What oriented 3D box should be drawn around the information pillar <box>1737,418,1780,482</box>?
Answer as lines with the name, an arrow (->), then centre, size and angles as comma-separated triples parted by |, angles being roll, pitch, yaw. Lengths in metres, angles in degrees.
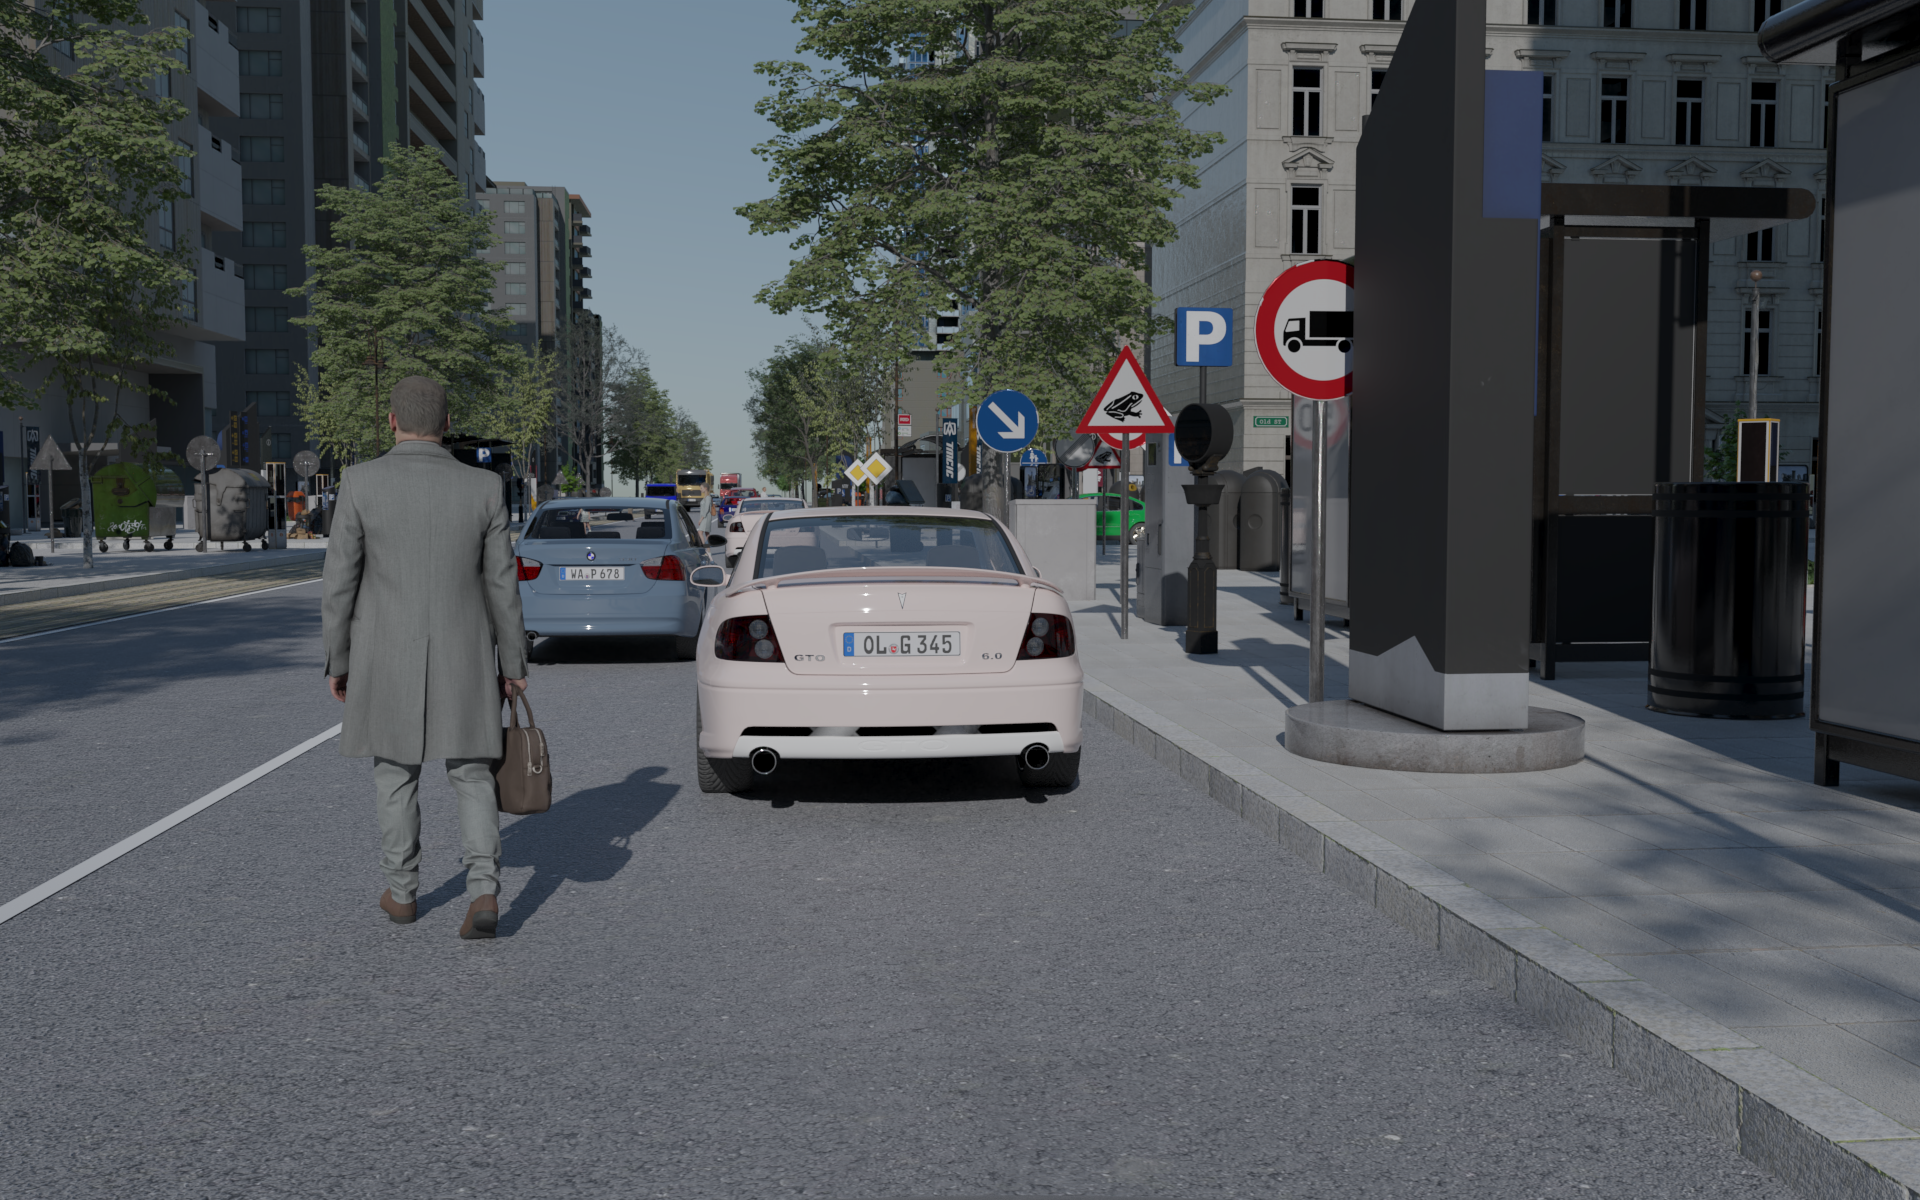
information pillar -> 7.833, -0.768, 17.042 | 0.304, 2.012, 0.304 | 3, 5, 41

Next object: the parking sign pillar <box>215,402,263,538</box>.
parking sign pillar -> -20.995, -3.781, 50.284 | 1.447, 3.967, 1.447 | 1, 4, 18

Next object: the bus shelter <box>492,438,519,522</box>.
bus shelter -> -20.524, -5.159, 75.631 | 1.731, 3.624, 6.357 | 0, 4, -7

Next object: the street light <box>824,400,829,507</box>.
street light -> -6.464, -6.820, 84.291 | 0.468, 5.910, 1.993 | 0, 4, -6

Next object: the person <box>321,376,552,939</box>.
person -> -1.726, 0.178, 5.685 | 0.694, 1.812, 0.767 | -1, 4, -23

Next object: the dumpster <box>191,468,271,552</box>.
dumpster -> -16.337, -2.024, 38.849 | 1.264, 1.857, 1.865 | 0, 4, -6

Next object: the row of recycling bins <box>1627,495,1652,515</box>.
row of recycling bins -> 41.682, -5.997, 105.168 | 1.069, 1.692, 3.534 | -2, 4, -27

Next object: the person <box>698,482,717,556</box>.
person -> -5.880, -1.869, 40.063 | 0.522, 1.701, 0.512 | -1, 4, -15

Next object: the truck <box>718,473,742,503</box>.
truck -> -30.636, -14.826, 231.325 | 2.839, 4.237, 11.283 | 0, 4, -5

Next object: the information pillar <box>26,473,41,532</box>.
information pillar -> -31.642, -3.343, 59.147 | 0.304, 2.012, 0.304 | 0, 4, -2

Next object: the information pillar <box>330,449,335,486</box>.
information pillar -> -32.368, -5.996, 89.394 | 0.183, 3.616, 0.504 | -2, 4, -34

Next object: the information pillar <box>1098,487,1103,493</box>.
information pillar -> 5.924, -4.283, 74.513 | 0.304, 2.012, 0.304 | -2, 4, -32

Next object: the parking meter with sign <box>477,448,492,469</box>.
parking meter with sign -> -17.931, -4.166, 64.377 | 0.543, 3.016, 1.738 | 0, 4, 3

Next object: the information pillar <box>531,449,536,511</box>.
information pillar -> -22.281, -6.066, 90.535 | 0.183, 3.616, 0.504 | -3, 4, -36

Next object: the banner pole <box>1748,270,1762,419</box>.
banner pole -> 8.814, -1.788, 19.252 | 0.401, 3.779, 0.863 | 1, 4, 21

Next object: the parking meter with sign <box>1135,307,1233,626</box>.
parking meter with sign -> 2.130, -1.274, 17.088 | 0.543, 3.016, 1.738 | -1, 4, -10

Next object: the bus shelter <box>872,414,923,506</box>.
bus shelter -> -3.204, -6.514, 84.140 | 2.179, 5.291, 8.768 | 0, 4, -7

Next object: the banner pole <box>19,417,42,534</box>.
banner pole -> -30.221, -4.051, 56.249 | 0.401, 3.779, 0.863 | 2, 4, 27

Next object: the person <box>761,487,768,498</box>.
person -> -10.037, -4.870, 88.348 | 0.641, 1.798, 0.478 | 3, 4, 37

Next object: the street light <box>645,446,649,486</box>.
street light -> -29.354, -11.592, 162.311 | 0.468, 5.910, 1.993 | 0, 4, -6

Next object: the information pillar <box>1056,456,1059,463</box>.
information pillar -> 5.255, -6.254, 93.599 | 0.183, 3.616, 0.504 | -1, 4, -11

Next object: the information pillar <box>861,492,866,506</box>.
information pillar -> -5.544, -5.745, 98.429 | 0.304, 2.012, 0.304 | 1, 4, 9

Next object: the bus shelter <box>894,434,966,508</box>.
bus shelter -> -1.110, -4.124, 61.350 | 2.014, 3.302, 5.546 | 0, 4, -7

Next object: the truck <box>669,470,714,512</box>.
truck -> -21.292, -8.750, 138.989 | 3.469, 3.379, 9.791 | 0, 4, -5

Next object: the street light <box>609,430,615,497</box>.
street light -> -24.908, -9.244, 123.925 | 0.468, 5.910, 1.993 | 0, 4, -6

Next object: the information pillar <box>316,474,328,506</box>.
information pillar -> -23.892, -3.697, 64.938 | 0.304, 2.012, 0.304 | 1, 4, 21

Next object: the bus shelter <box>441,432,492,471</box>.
bus shelter -> -20.048, -4.730, 68.615 | 1.731, 3.624, 6.357 | 0, 4, -7

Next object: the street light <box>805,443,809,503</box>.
street light -> -10.893, -9.151, 122.405 | 0.468, 5.910, 1.993 | 0, 4, -6

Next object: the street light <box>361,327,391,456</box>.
street light -> -16.159, -4.604, 48.057 | 0.468, 5.910, 1.993 | 0, 4, -6

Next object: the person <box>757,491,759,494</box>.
person -> -27.211, -13.776, 233.364 | 1.348, 1.869, 0.705 | 2, 4, 23

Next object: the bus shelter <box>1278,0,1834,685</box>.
bus shelter -> 4.342, -2.352, 16.087 | 2.179, 5.291, 8.768 | 0, 4, -6

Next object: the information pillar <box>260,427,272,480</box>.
information pillar -> -23.983, -4.195, 59.948 | 0.183, 3.616, 0.504 | 1, 4, 17

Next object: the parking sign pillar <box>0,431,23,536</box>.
parking sign pillar -> -29.869, -3.980, 53.551 | 1.447, 3.967, 1.447 | -2, 4, -32

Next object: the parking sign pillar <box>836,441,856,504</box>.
parking sign pillar -> -5.725, -6.032, 87.103 | 1.447, 3.967, 1.447 | -3, 4, -36

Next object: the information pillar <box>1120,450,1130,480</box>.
information pillar -> 6.229, -4.542, 65.611 | 0.183, 3.616, 0.504 | -3, 5, -40

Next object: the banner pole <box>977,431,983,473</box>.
banner pole -> 0.686, -3.942, 54.465 | 0.863, 3.779, 0.401 | -3, 5, -40

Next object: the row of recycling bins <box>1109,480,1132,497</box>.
row of recycling bins -> 6.179, -2.719, 51.570 | 3.534, 1.692, 1.069 | 0, 4, -6

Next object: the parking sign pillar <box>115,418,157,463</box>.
parking sign pillar -> -29.150, -4.456, 61.333 | 1.447, 3.967, 1.447 | 3, 5, 40

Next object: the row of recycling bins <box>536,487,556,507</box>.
row of recycling bins -> -22.920, -5.414, 95.634 | 1.069, 1.692, 3.534 | 0, 4, -6

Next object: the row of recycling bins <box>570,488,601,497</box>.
row of recycling bins -> -25.414, -6.775, 117.892 | 1.069, 1.692, 3.534 | 1, 4, 19

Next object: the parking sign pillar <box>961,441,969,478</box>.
parking sign pillar -> 0.478, -5.476, 78.003 | 1.447, 3.967, 1.447 | -2, 4, -25

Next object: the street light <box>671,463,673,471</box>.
street light -> -34.371, -14.292, 206.460 | 0.468, 5.910, 1.993 | 0, 4, -6

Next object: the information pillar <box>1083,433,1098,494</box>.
information pillar -> 4.083, -3.832, 54.004 | 0.504, 3.616, 0.183 | 2, 4, 30

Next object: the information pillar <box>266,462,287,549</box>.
information pillar -> -15.905, -2.191, 40.314 | 0.304, 2.012, 0.304 | 2, 4, 33

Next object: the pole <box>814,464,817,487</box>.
pole -> -9.634, -7.441, 115.501 | 0.158, 3.312, 0.155 | 0, 3, 0

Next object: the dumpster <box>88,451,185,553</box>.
dumpster -> -18.431, -2.218, 38.751 | 1.502, 2.255, 1.985 | 0, 4, -7

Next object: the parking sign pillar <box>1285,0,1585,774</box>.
parking sign pillar -> 2.355, -1.227, 8.535 | 1.447, 3.967, 1.447 | 0, 4, -7

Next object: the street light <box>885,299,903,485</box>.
street light -> -1.493, -4.162, 40.833 | 0.468, 5.910, 1.993 | 0, 4, -6

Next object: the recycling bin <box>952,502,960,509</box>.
recycling bin -> -0.019, -2.779, 57.991 | 0.722, 1.027, 0.722 | 2, 4, 34

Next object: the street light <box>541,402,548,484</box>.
street light -> -20.623, -6.934, 86.166 | 0.468, 5.910, 1.993 | 0, 4, -6

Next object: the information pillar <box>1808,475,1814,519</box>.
information pillar -> 31.952, -3.718, 65.286 | 0.304, 2.012, 0.304 | -2, 4, -33

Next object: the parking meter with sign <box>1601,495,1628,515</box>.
parking meter with sign -> 13.356, -2.386, 35.274 | 0.543, 3.016, 1.738 | 1, 4, 11

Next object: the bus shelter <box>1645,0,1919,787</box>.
bus shelter -> 4.730, -1.744, 6.144 | 2.179, 5.291, 8.768 | 0, 4, -7

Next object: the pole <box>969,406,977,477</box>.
pole -> 0.300, -2.834, 40.181 | 0.158, 3.312, 0.155 | 0, 3, 0

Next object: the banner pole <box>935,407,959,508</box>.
banner pole -> -0.439, -3.675, 50.108 | 0.863, 3.779, 0.401 | -1, 4, -21

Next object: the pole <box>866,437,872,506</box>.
pole -> -3.259, -4.166, 61.965 | 0.158, 3.312, 0.155 | 0, 3, 0
